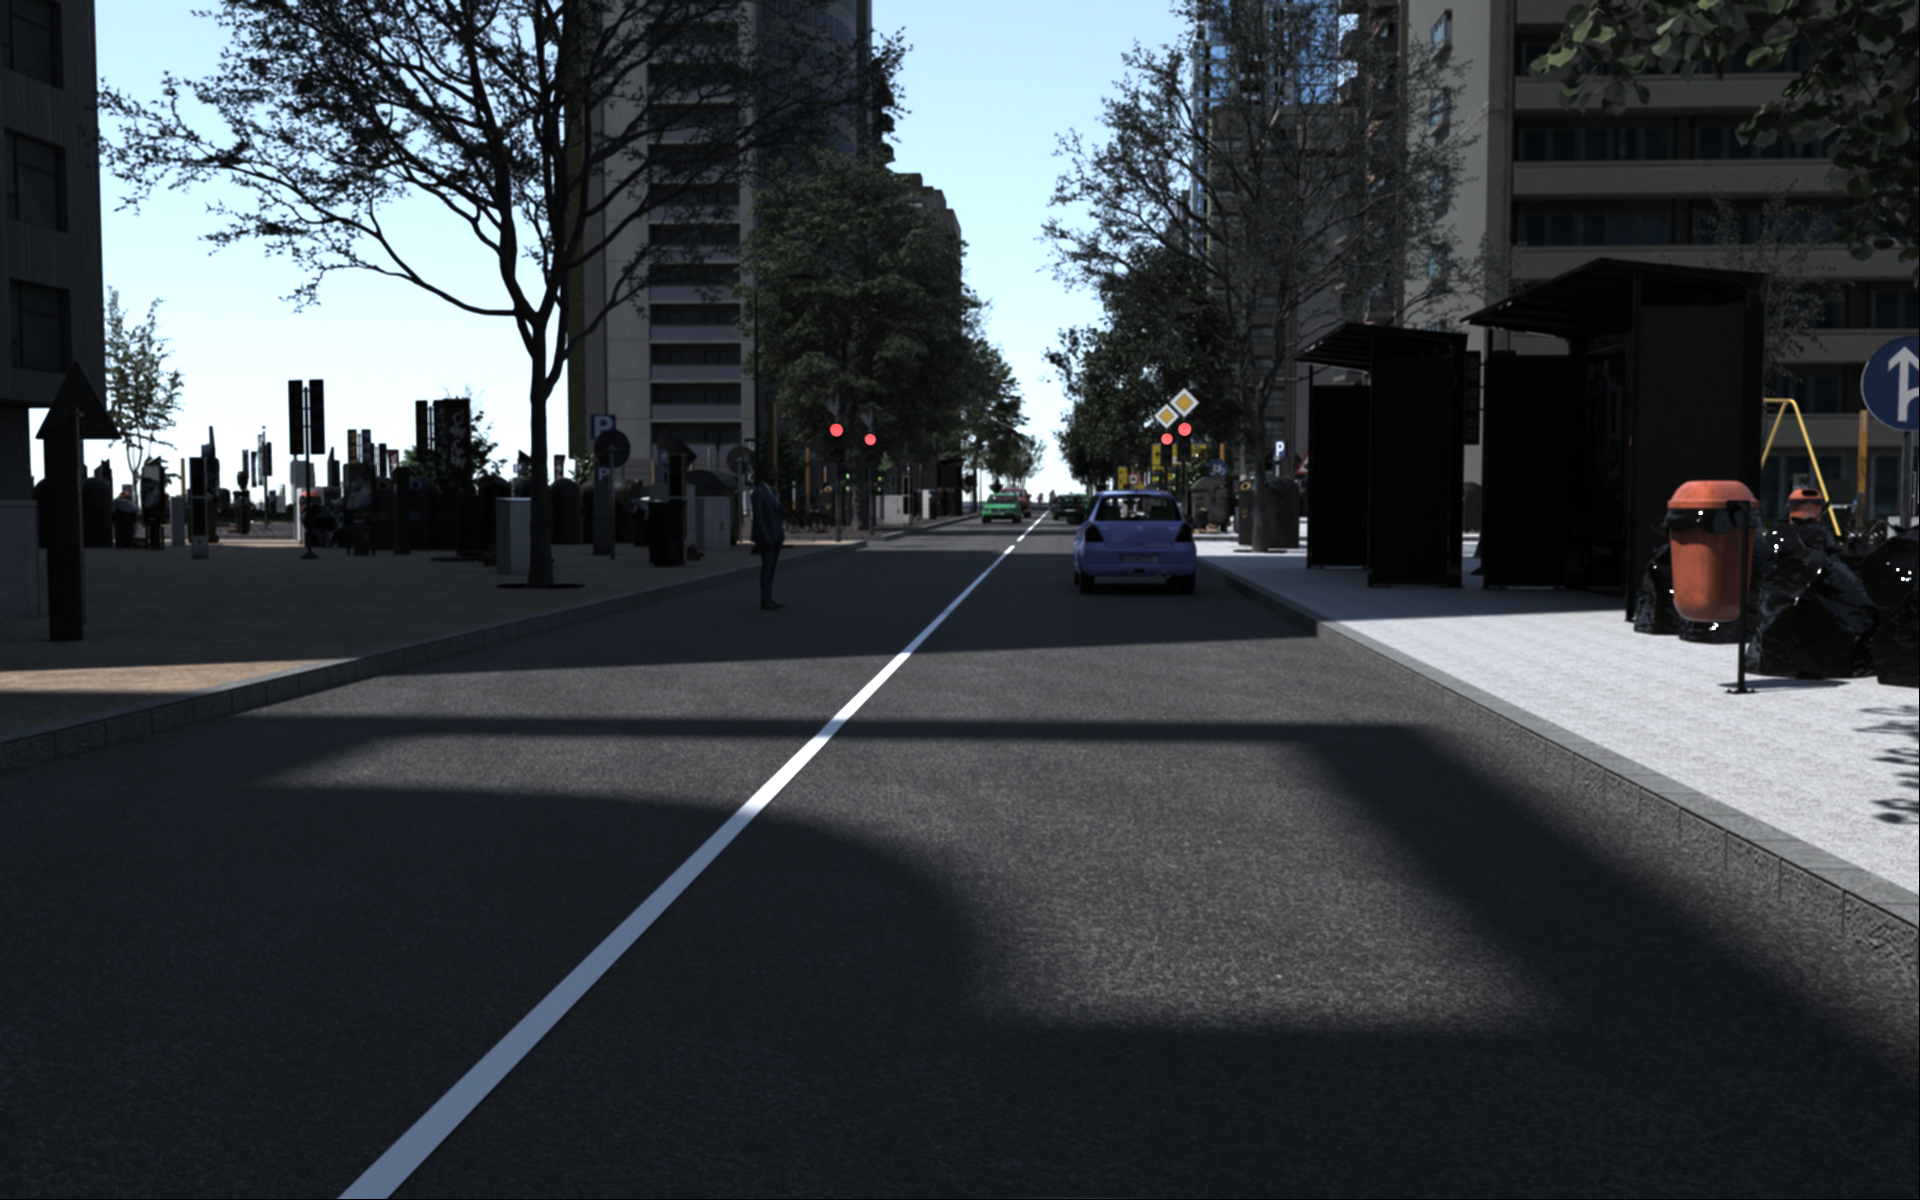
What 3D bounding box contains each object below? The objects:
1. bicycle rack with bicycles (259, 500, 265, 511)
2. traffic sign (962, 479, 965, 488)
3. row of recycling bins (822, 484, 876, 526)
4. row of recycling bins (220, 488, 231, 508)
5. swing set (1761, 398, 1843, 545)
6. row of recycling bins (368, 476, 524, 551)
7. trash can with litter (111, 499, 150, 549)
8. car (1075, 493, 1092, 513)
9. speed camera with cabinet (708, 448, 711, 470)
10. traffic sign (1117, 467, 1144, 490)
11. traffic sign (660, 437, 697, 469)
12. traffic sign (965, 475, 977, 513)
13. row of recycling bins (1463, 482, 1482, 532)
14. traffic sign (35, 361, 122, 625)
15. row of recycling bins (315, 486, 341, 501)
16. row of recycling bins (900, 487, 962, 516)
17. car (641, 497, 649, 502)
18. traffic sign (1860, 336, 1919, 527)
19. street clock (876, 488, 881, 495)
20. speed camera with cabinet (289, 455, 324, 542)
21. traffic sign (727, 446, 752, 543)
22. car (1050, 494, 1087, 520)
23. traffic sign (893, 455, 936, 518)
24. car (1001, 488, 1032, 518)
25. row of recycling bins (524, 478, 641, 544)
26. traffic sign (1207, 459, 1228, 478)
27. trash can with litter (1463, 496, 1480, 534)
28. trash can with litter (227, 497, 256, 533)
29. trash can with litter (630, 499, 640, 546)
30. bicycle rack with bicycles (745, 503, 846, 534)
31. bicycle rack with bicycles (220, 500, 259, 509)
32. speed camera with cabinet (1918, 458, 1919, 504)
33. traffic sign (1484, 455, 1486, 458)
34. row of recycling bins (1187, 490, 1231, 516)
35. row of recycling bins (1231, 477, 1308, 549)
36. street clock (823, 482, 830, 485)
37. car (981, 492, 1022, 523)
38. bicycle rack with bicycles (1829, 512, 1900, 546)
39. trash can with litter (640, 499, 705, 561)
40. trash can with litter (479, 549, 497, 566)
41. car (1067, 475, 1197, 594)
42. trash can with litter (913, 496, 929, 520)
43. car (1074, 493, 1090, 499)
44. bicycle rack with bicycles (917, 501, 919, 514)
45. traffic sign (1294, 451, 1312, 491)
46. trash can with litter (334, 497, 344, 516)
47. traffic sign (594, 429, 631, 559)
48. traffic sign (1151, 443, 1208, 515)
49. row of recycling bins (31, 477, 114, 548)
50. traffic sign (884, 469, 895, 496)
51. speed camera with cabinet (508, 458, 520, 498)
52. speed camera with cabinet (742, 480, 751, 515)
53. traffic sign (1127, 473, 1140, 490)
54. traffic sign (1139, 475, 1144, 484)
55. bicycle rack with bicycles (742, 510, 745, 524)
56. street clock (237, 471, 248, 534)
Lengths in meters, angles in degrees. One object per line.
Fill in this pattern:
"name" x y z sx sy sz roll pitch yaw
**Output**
"bicycle rack with bicycles" -52.608 -7.229 131.583 2.925 0.926 2.852 -2 4 -35
"traffic sign" 0.066 -7.244 120.560 0.606 2.300 0.079 0 4 4
"row of recycling bins" -4.499 -3.872 70.424 1.069 1.692 3.534 -2 4 -32
"row of recycling bins" -51.022 -6.880 119.598 1.069 1.692 3.534 -2 4 -31
"swing set" 12.438 -1.870 28.191 3.119 2.851 2.862 -1 4 -18
"row of recycling bins" -11.972 -1.996 39.744 3.534 1.692 1.069 0 4 6
"trash can with litter" -19.620 -1.817 41.095 1.055 1.170 0.624 2 4 31
"car" 7.534 -6.269 111.302 1.959 1.807 4.718 0 4 4
"speed camera with cabinet" -11.358 -4.874 74.028 2.038 3.252 0.660 2 4 30
"traffic sign" 12.789 -8.212 128.138 2.265 3.308 0.079 0 4 6
"traffic sign" -5.723 -2.081 35.216 0.795 2.450 0.064 1 4 9
"traffic sign" 0.720 -7.052 115.405 0.768 2.556 0.104 0 4 6
"row of recycling bins" 17.524 -3.281 60.765 1.069 1.692 3.534 0 4 -1
"traffic sign" -8.601 -1.034 16.904 0.884 2.594 0.081 0 4 5
"row of recycling bins" -46.649 -7.278 126.102 3.534 1.692 1.069 1 4 12
"row of recycling bins" -1.588 -5.753 101.179 3.534 1.692 1.069 1 4 10
"car" -8.971 -2.310 50.123 4.827 1.381 2.083 0 4 4
"traffic sign" 7.672 -0.852 14.040 0.768 2.556 0.104 1 4 10
"street clock" -4.952 -6.171 105.462 0.358 2.002 0.471 1 4 20
"speed camera with cabinet" -17.804 -3.234 47.213 0.660 3.252 2.038 -2 4 -29
"traffic sign" -5.761 -2.774 45.465 0.768 2.556 0.104 1 4 9
"car" 5.985 -5.234 95.355 2.009 1.686 4.222 0 4 2
"traffic sign" -2.384 -5.948 91.129 2.265 3.308 0.079 0 4 5
"car" 3.318 -6.024 107.163 2.281 1.827 5.304 0 4 5
"row of recycling bins" -9.814 -2.305 44.793 3.534 1.692 1.069 -3 5 -43
"traffic sign" 9.256 -3.811 62.418 0.768 2.556 0.104 1 4 12
"trash can with litter" 16.405 -2.746 55.954 1.678 1.210 2.233 -2 4 -30
"trash can with litter" -24.115 -2.855 58.069 0.624 1.170 1.055 0 4 1
"trash can with litter" -7.508 -1.882 42.153 1.055 1.170 0.624 2 4 31
"bicycle rack with bicycles" -5.080 -2.709 57.679 2.925 0.926 2.852 -3 4 -36
"bicycle rack with bicycles" -48.631 -6.196 114.688 2.852 0.926 2.925 3 5 44
"speed camera with cabinet" 23.765 -2.911 41.935 0.660 3.252 2.038 3 5 42
"traffic sign" 8.230 -1.573 25.719 0.884 2.594 0.081 1 4 13
"row of recycling bins" 15.177 -5.844 102.667 3.534 1.692 1.069 0 4 -6
"row of recycling bins" 7.543 -2.145 42.180 1.069 1.692 3.534 0 4 -2
"street clock" -7.973 -6.022 103.030 0.471 2.002 0.358 -3 4 -36
"car" 2.085 -4.733 86.188 1.959 1.807 4.718 0 4 5
"bicycle rack with bicycles" 17.889 -1.230 33.486 2.925 0.926 2.852 -1 4 -12
"trash can with litter" -5.498 -1.347 33.411 1.055 1.170 0.624 -3 5 -41
"trash can with litter" -8.079 -1.196 30.948 1.055 1.170 0.624 0 4 7
"car" 2.597 -1.020 26.270 1.945 1.707 3.694 0 4 2
"trash can with litter" -2.327 -4.532 85.153 1.678 1.210 2.233 -1 4 -17
"car" 9.647 -8.144 142.198 2.155 1.783 4.494 0 4 2
"bicycle rack with bicycles" -1.876 -5.757 107.507 2.852 0.926 2.925 1 4 9
"traffic sign" 9.382 -2.837 46.382 0.884 2.594 0.081 0 4 5
"trash can with litter" -23.747 -3.364 66.393 0.624 1.170 1.055 0 4 6
"traffic sign" -6.831 -2.072 33.987 0.768 2.556 0.104 1 4 13
"traffic sign" 8.829 -4.646 69.838 2.265 3.308 0.079 1 4 8
"row of recycling bins" -22.219 -2.115 41.697 3.534 1.692 1.069 0 4 -2
"traffic sign" -3.470 -5.318 87.059 0.768 2.556 0.104 0 4 8
"speed camera with cabinet" -24.641 -6.155 94.971 0.660 3.252 2.038 -2 4 -35
"speed camera with cabinet" -13.413 -6.963 108.182 2.038 3.252 0.660 -3 5 -43
"traffic sign" 10.337 -6.312 103.301 0.768 2.556 0.104 1 4 9
"traffic sign" 10.435 -5.930 97.055 0.768 2.556 0.104 0 4 5
"bicycle rack with bicycles" -7.753 -3.678 73.521 2.852 0.926 2.925 3 4 36
"street clock" -22.765 -3.085 55.007 0.358 2.002 0.471 -3 4 -37
